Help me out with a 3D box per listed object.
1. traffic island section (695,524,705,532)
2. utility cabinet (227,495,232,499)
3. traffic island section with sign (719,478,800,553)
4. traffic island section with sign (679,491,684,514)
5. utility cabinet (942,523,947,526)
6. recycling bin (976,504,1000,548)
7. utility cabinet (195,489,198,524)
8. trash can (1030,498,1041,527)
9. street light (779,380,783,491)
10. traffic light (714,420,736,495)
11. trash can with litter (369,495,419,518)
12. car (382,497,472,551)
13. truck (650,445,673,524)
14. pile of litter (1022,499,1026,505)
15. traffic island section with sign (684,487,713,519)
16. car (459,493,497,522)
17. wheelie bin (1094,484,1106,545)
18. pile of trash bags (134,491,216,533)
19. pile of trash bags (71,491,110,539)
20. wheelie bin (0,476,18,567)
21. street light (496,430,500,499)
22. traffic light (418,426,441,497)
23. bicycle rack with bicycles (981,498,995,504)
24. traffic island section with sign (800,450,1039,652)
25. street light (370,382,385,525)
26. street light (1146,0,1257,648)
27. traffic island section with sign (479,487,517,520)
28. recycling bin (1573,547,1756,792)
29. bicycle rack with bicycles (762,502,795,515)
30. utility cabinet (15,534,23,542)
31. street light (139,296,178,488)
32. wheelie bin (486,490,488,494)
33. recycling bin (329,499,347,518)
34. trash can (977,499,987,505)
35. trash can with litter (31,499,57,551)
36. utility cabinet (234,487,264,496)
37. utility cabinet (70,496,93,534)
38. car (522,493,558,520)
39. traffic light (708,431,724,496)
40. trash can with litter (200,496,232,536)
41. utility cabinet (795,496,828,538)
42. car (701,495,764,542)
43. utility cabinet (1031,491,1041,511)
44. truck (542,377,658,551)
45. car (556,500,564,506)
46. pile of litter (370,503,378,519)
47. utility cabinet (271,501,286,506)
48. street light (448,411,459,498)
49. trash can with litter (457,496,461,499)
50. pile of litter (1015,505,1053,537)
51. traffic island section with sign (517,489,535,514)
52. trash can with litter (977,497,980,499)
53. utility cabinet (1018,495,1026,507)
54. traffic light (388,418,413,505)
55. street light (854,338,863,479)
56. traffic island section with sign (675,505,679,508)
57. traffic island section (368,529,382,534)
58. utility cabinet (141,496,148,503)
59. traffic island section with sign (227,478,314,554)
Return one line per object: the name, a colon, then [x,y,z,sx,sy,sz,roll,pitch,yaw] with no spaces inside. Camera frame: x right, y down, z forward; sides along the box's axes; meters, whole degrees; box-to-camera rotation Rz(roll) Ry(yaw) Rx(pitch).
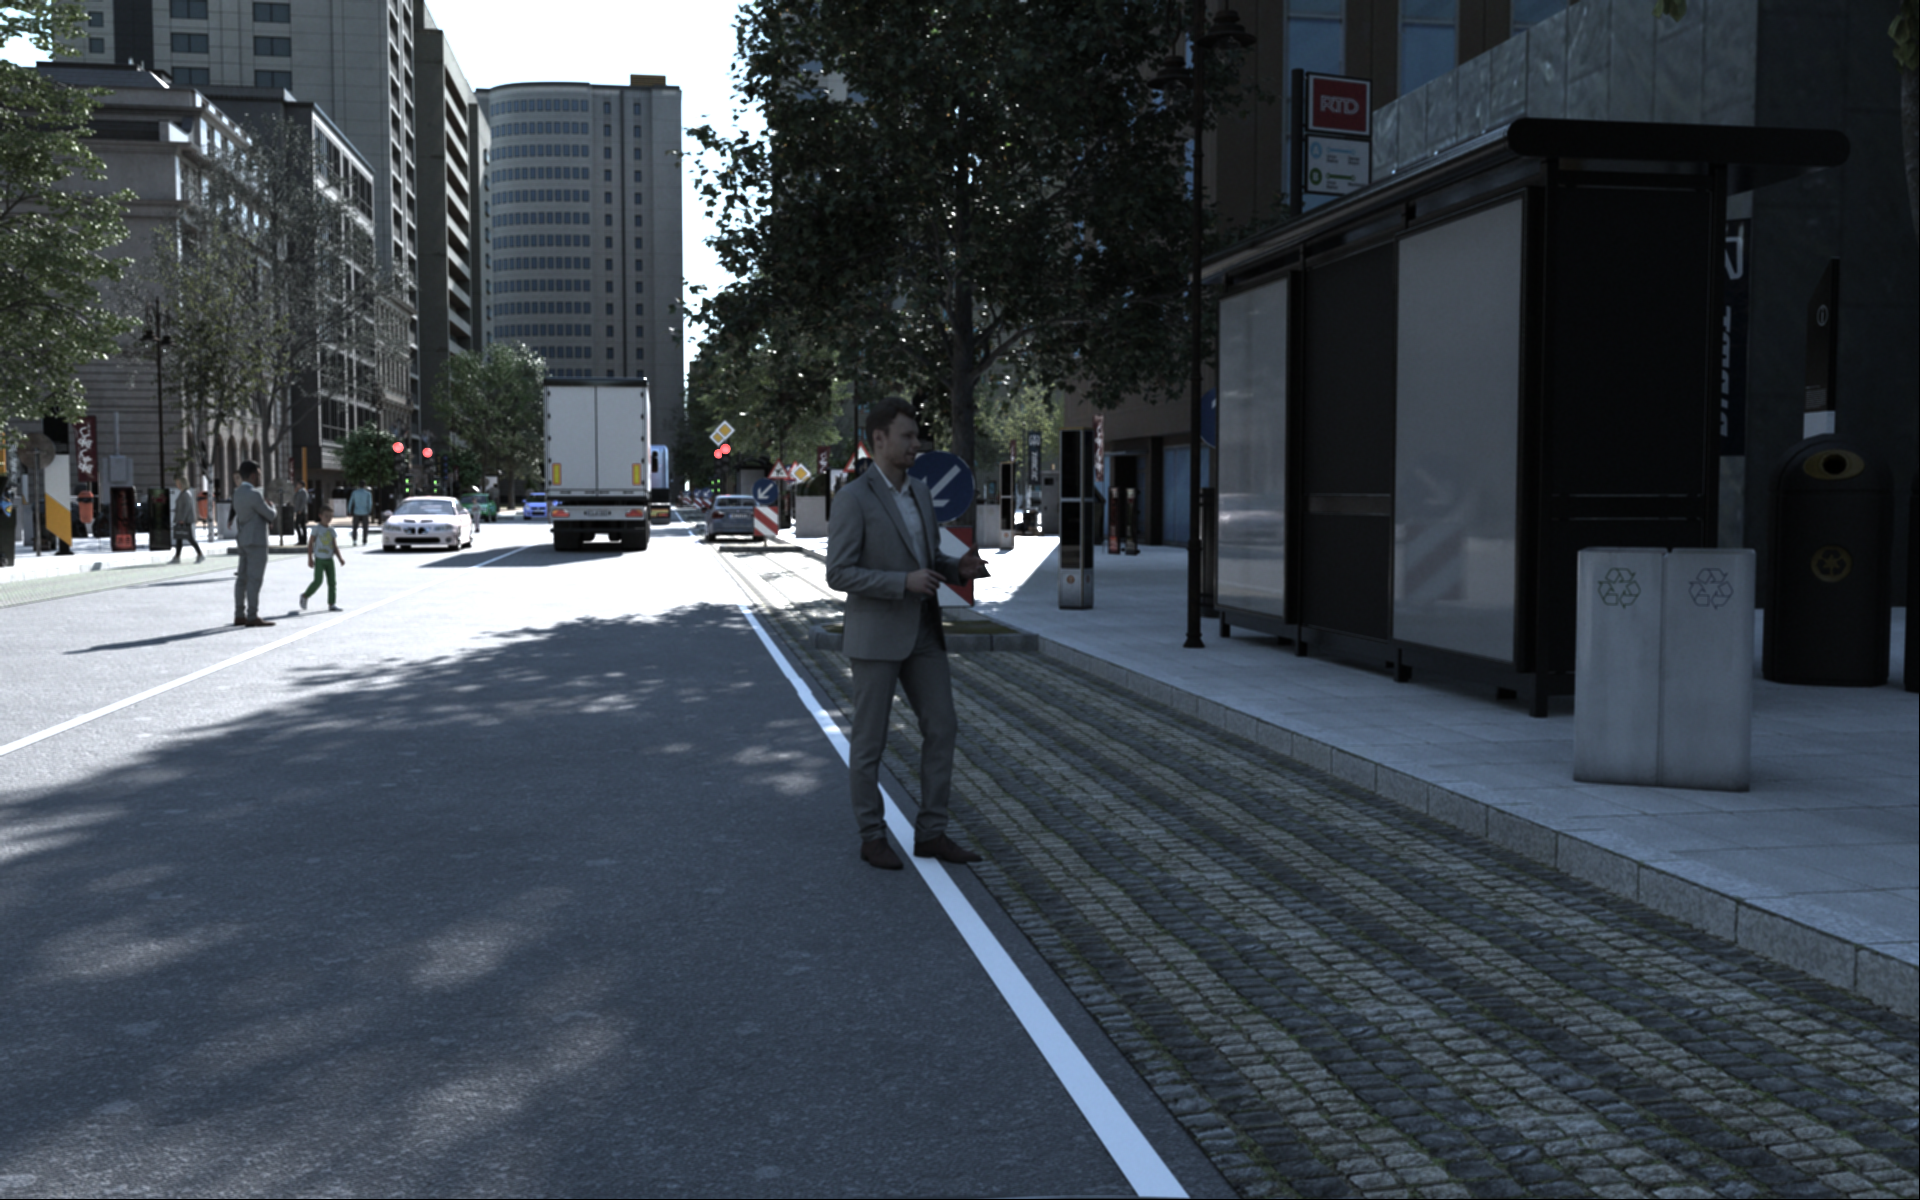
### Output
traffic island section: [-10.213,-3.137,73.579,2.009,0.180,2.903,-1,4,-10]
utility cabinet: [-34.261,-4.347,82.228,0.306,1.237,1.020,2,4,27]
traffic island section with sign: [-4.986,-2.106,43.067,1.989,1.847,2.006,-1,4,-10]
traffic island section with sign: [-19.150,-7.157,125.643,1.989,1.847,2.006,-1,4,-10]
utility cabinet: [-0.371,-2.013,41.590,0.318,1.500,1.173,3,5,43]
recycling bin: [0.690,-1.798,41.944,0.722,1.027,0.722,-2,4,-34]
utility cabinet: [-33.265,-3.998,74.044,1.173,1.500,0.318,-2,4,-33]
trash can: [3.093,-3.469,68.369,0.748,1.137,0.748,0,3,0]
street light: [-6.718,-5.643,65.053,0.468,5.910,1.993,-1,4,-10]
traffic light: [-8.904,-4.689,65.587,0.839,4.253,0.868,-1,4,-10]
trash can with litter: [-30.697,-5.027,93.244,2.233,1.210,1.678,1,4,8]
car: [-13.748,-1.987,44.857,2.083,1.381,4.827,-1,4,-10]
truck: [-16.240,-6.095,89.418,2.967,4.110,18.799,-1,4,-10]
pile of litter: [5.276,-8.113,146.606,1.176,0.858,1.719,-1,4,-17]
traffic island section with sign: [-14.583,-5.529,99.019,1.989,1.847,2.006,-1,4,-10]
car: [-24.683,-4.858,88.217,1.959,1.807,4.718,-1,4,-8]
wheelie bin: [3.324,-2.193,43.771,0.693,1.594,0.980,1,4,9]
pile of trash bags: [-26.847,-2.968,58.274,3.447,1.369,1.912,-3,5,-39]
pile of trash bags: [-25.697,-2.533,51.161,1.912,1.369,3.447,-2,4,-24]
wheelie bin: [-17.057,-1.379,30.450,0.980,1.594,0.693,0,4,2]
street light: [-32.645,-9.146,122.328,0.468,5.910,1.993,-1,4,-10]
traffic light: [-21.893,-5.048,71.452,0.839,4.253,0.868,-1,4,-10]
bicycle rack with bicycles: [3.139,-8.375,150.312,2.852,0.926,2.925,0,4,-7]
traffic island section with sign: [-0.420,-0.479,16.463,1.989,1.847,2.006,-1,4,-10]
street light: [-23.959,-6.028,71.347,0.468,5.910,1.993,-1,4,-10]
street light: [1.960,-2.541,14.331,0.468,5.910,1.993,-1,4,-10]
traffic island section with sign: [-25.782,-5.337,95.885,1.989,1.847,2.006,-1,4,-10]
recycling bin: [3.202,0.287,7.869,0.722,1.027,0.722,2,4,24]
bicycle rack with bicycles: [-8.340,-4.017,79.062,2.852,0.926,2.925,-1,4,-15]
utility cabinet: [-25.807,-2.166,46.569,1.020,1.237,0.306,-2,4,-29]
street light: [-18.709,-4.144,40.549,0.468,5.910,1.993,-1,4,-10]
wheelie bin: [-34.767,-7.362,128.281,0.980,1.594,0.693,0,4,7]
recycling bin: [-33.766,-4.980,93.977,0.722,1.027,0.722,-3,5,-39]
trash can: [0.373,-2.173,47.179,0.748,1.137,0.748,0,3,0]
trash can with litter: [-20.767,-1.712,39.375,0.624,1.170,1.055,-1,4,-23]
utility cabinet: [-23.456,-2.966,57.176,0.318,1.500,1.173,1,4,13]
utility cabinet: [-28.230,-2.695,55.226,1.020,1.237,0.306,-3,5,-43]
car: [-23.551,-5.358,97.198,1.945,1.707,3.694,-1,4,-10]
traffic light: [-10.254,-5.170,73.458,0.839,4.253,0.868,-1,4,-10]
trash can with litter: [-22.186,-2.587,53.353,2.233,1.210,1.678,-1,4,-22]
utility cabinet: [-4.370,-2.453,51.265,1.020,1.237,0.306,0,4,-4]
car: [-6.924,-2.521,53.226,2.014,1.417,4.499,-1,4,-10]
utility cabinet: [5.781,-7.557,132.235,0.318,1.500,1.173,-3,5,-42]
truck: [-9.689,-3.565,47.202,2.839,4.237,11.283,-1,4,-10]
car: [-24.406,-5.942,106.743,1.945,1.707,3.694,-1,4,-11]
pile of litter: [-29.617,-4.582,88.880,1.176,0.858,1.719,-2,4,-30]
utility cabinet: [-23.749,-2.965,59.633,1.020,1.237,0.306,0,3,0]
street light: [-28.320,-7.597,96.991,0.468,5.910,1.993,-1,4,-10]
trash can with litter: [-32.502,-6.216,113.024,0.624,1.170,1.055,-1,4,-21]
pile of litter: [2.016,-2.367,52.670,1.719,0.858,1.176,3,5,45]
traffic island section with sign: [-30.342,-6.962,122.453,1.989,1.847,2.006,-1,4,-10]
trash can with litter: [0.648,-6.256,113.337,2.233,1.210,1.678,0,4,6]
utility cabinet: [5.519,-8.502,150.175,1.020,1.237,0.306,0,4,6]
traffic light: [-20.543,-4.566,63.582,0.839,4.253,0.868,-1,4,-10]
street light: [-2.380,-4.094,39.719,0.468,5.910,1.993,-1,4,-10]
traffic island section with sign: [-27.433,-10.115,174.004,1.989,1.847,2.006,-1,4,-10]
traffic island section: [-20.584,-2.534,63.710,2.009,0.180,2.903,-1,4,-10]
utility cabinet: [-34.753,-3.862,74.301,1.020,1.237,0.306,3,4,39]
traffic island section with sign: [-16.551,-2.046,42.088,1.989,1.847,2.006,-1,4,-10]
